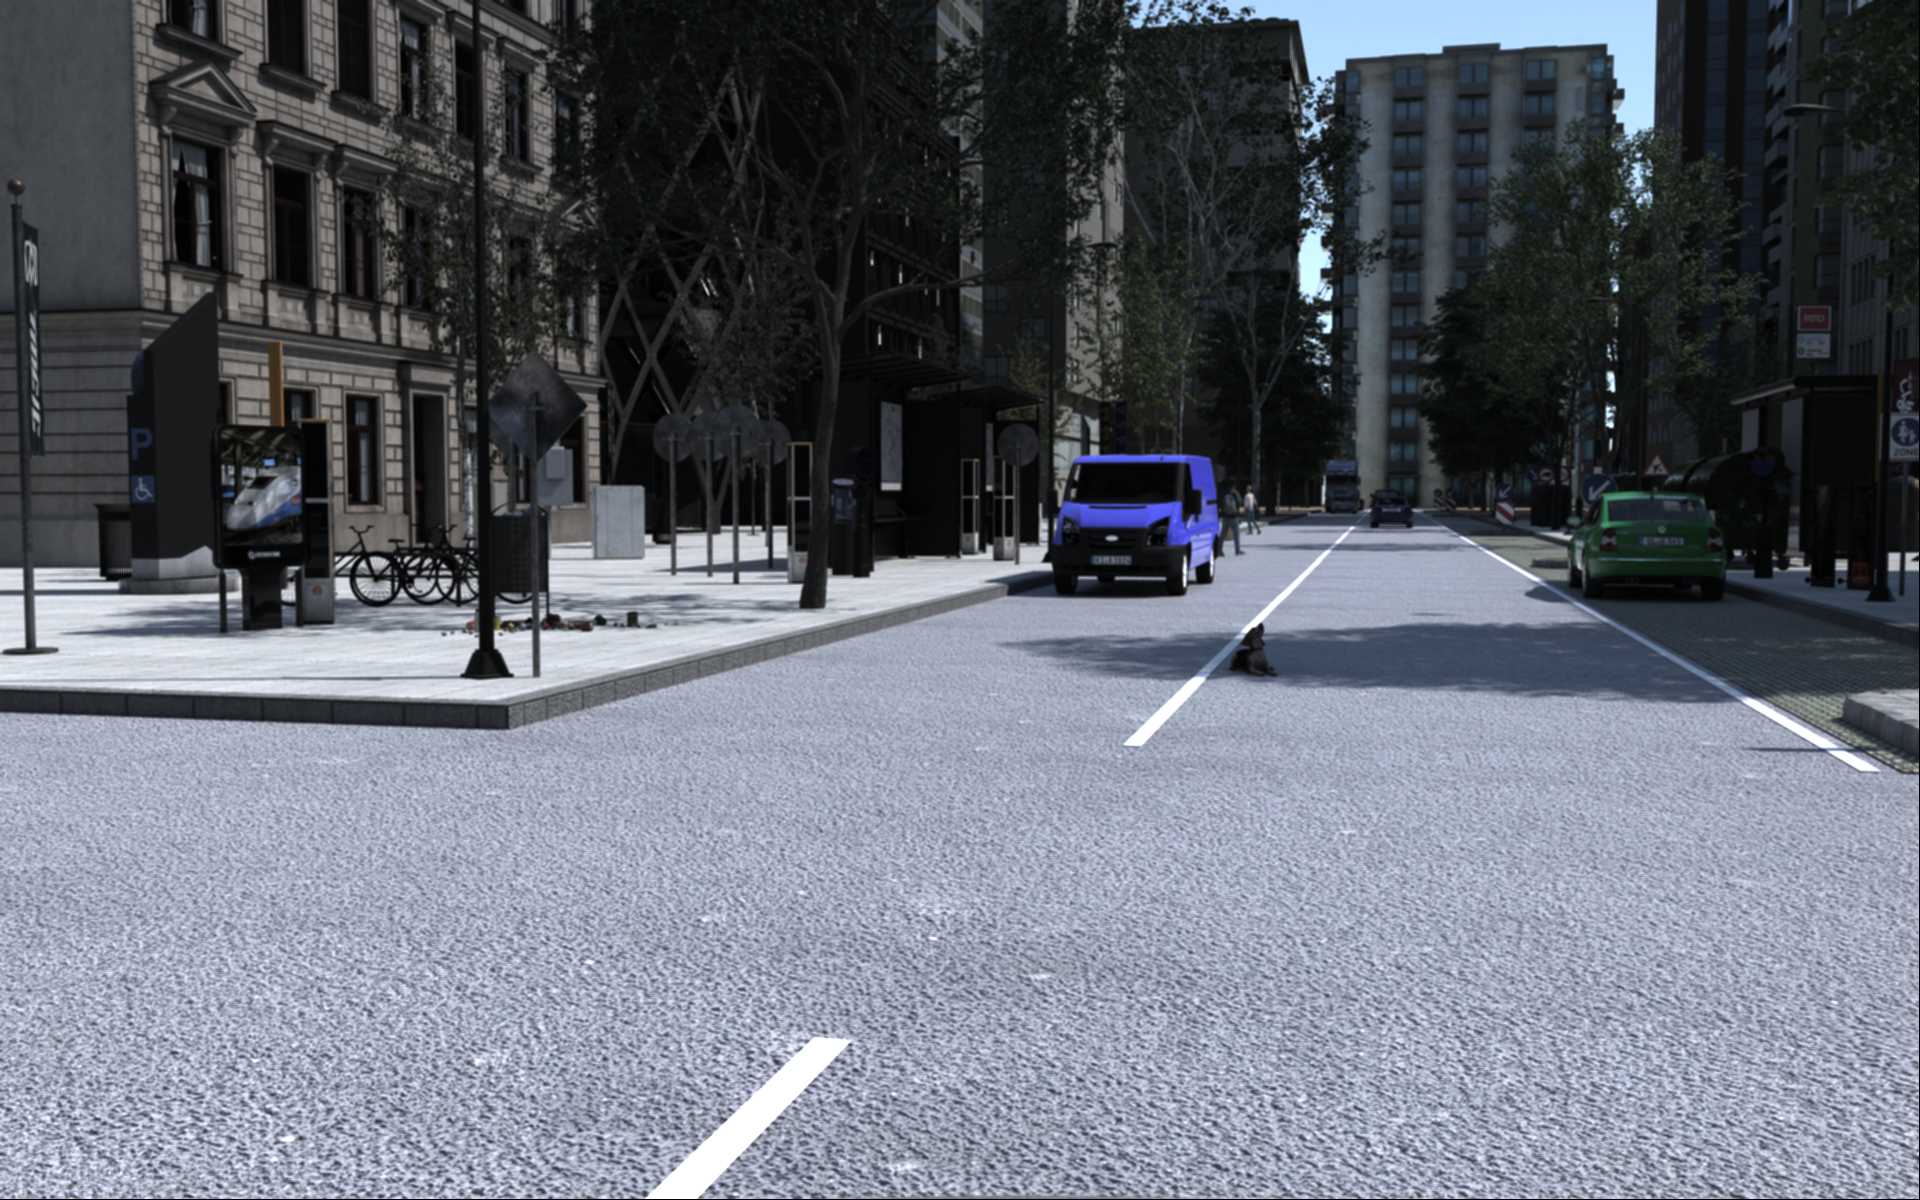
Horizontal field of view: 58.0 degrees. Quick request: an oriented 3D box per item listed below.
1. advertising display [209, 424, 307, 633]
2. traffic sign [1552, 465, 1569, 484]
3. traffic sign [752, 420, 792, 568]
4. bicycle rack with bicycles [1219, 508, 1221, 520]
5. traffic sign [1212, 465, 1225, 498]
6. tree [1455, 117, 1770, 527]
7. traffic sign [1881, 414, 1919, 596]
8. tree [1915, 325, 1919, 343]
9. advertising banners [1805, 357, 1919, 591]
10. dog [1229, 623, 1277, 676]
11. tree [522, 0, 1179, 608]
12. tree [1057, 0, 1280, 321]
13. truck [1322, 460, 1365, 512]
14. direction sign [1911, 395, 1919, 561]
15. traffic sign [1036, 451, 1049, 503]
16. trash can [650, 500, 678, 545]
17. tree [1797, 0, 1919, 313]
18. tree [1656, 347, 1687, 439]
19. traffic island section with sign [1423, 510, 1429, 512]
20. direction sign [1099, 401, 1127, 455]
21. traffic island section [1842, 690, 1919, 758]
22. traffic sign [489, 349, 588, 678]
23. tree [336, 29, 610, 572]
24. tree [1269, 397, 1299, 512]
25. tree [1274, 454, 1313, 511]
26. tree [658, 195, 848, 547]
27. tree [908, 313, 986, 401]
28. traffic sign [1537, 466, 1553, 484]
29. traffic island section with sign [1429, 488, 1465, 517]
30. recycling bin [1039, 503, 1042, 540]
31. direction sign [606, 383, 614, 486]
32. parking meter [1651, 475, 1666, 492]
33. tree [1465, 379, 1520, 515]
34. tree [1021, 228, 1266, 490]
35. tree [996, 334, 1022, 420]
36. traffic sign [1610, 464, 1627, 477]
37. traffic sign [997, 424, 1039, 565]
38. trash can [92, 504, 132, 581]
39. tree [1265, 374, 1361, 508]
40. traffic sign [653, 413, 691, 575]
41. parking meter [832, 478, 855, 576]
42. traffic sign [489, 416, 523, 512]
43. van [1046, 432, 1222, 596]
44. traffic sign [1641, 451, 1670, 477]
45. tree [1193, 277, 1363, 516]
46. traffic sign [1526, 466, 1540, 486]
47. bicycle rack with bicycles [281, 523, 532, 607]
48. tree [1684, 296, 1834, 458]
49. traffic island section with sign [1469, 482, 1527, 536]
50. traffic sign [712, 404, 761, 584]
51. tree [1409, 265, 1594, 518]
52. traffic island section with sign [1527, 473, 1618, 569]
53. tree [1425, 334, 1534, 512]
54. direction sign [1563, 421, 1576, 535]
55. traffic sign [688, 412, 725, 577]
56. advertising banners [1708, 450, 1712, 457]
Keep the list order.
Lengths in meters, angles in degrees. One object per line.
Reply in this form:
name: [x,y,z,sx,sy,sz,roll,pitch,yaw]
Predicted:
advertising display: [-6.599,-0.680,16.333,0.123,1.923,0.974,2,4,29]
traffic sign: [26.630,-4.688,76.760,0.768,2.556,0.104,2,4,23]
traffic sign: [-3.273,-1.819,29.850,0.768,2.556,0.104,1,4,16]
bicycle rack with bicycles: [11.820,-4.253,82.912,2.852,0.926,2.925,-1,4,-11]
traffic sign: [11.107,-4.586,75.083,0.768,2.556,0.104,1,4,16]
tree: [17.672,-7.412,46.943,9.928,11.665,9.643,0,3,0]
traffic sign: [11.884,-1.203,21.792,0.606,2.300,0.079,1,4,22]
tree: [29.141,-6.046,49.212,4.737,8.622,4.395,0,3,0]
advertising banners: [12.057,-1.648,23.135,0.090,3.025,2.074,-1,4,-11]
dog: [2.421,0.379,13.993,0.550,0.427,0.748,2,4,33]
tree: [-1.349,-5.173,18.996,7.601,10.594,8.767,1,4,23]
tree: [9.187,-12.667,62.994,12.611,20.169,13.585,0,3,0]
truck: [31.824,-9.364,142.852,2.967,4.110,18.799,1,4,15]
direction sign: [18.433,-2.511,33.054,0.379,3.537,0.876,-3,5,-39]
traffic sign: [2.335,-3.156,51.703,0.768,2.556,0.104,1,4,14]
trash can: [-7.543,-1.989,44.170,0.748,1.137,0.748,0,3,0]
tree: [11.130,-5.952,15.448,7.486,12.596,7.792,0,3,0]
tree: [32.235,-7.588,74.425,4.737,8.622,4.395,0,3,0]
traffic island section with sign: [37.337,-7.774,135.735,1.989,1.847,2.006,1,4,14]
direction sign: [3.765,-3.101,42.695,0.379,3.537,0.876,-3,5,-42]
traffic island section: [6.327,0.761,9.840,2.009,0.180,2.903,1,4,14]
traffic sign: [-2.961,-0.515,12.062,0.795,2.450,0.064,1,4,14]
tree: [-7.898,-4.778,28.489,4.360,8.622,3.978,0,3,0]
tree: [22.060,-10.424,120.797,4.737,8.622,4.395,0,3,0]
tree: [25.254,-9.119,132.816,4.285,4.588,4.351,0,3,0]
tree: [-4.916,-5.609,42.072,4.360,8.622,3.978,0,3,0]
tree: [-0.412,-7.317,69.988,4.360,8.622,3.978,0,3,0]
traffic sign: [26.876,-4.854,79.472,0.768,2.556,0.104,1,4,20]
traffic island section with sign: [30.833,-6.157,109.287,1.989,1.847,2.006,1,4,14]
recycling bin: [1.876,-2.213,48.738,0.722,1.027,0.722,1,4,19]
direction sign: [-7.200,-2.676,35.746,0.379,3.537,0.876,0,4,-4]
parking meter: [20.973,-2.834,52.053,0.255,1.863,0.399,-1,4,-23]
tree: [31.943,-9.387,103.838,4.737,8.622,4.395,0,3,0]
tree: [4.966,-5.920,47.154,4.737,8.622,4.395,0,3,0]
tree: [3.371,-7.855,78.791,4.737,8.622,4.395,0,3,0]
traffic sign: [28.157,-4.531,74.193,0.768,2.556,0.104,1,4,20]
traffic sign: [1.040,-1.914,31.406,0.768,2.556,0.104,1,4,15]
trash can: [-12.444,-0.860,25.710,0.748,1.137,0.748,0,3,0]
tree: [31.967,-14.855,159.893,9.611,12.733,9.660,0,3,0]
traffic sign: [-4.525,-1.663,27.300,0.768,2.556,0.104,1,4,22]
parking meter: [-1.840,-1.161,27.388,0.372,1.533,0.369,0,3,0]
traffic sign: [-5.821,-1.373,22.547,0.768,2.556,0.104,1,4,19]
van: [2.745,-1.344,26.367,2.240,2.365,5.245,1,4,15]
traffic sign: [21.244,-3.232,52.854,0.884,2.594,0.081,1,4,22]
tree: [18.326,-11.905,101.309,9.857,13.997,8.962,0,3,0]
traffic sign: [26.467,-4.873,79.775,0.768,2.556,0.104,1,4,15]
bicycle rack with bicycles: [-6.279,-0.438,20.546,2.925,0.926,2.852,1,4,11]
tree: [30.594,-7.040,65.474,4.737,8.622,4.395,0,3,0]
traffic island section with sign: [18.677,-3.136,59.900,1.989,1.847,2.006,1,4,14]
traffic sign: [-3.195,-1.501,24.641,0.768,2.556,0.104,1,4,20]
tree: [29.278,-11.465,94.106,9.857,13.997,8.962,0,3,0]
traffic island section with sign: [12.233,-1.535,33.723,1.989,1.847,2.006,1,4,14]
tree: [37.407,-12.467,121.964,7.486,12.596,7.792,0,3,0]
direction sign: [19.150,-3.813,54.335,0.379,3.537,0.876,2,4,34]
traffic sign: [-3.873,-1.630,26.763,0.768,2.556,0.104,1,4,18]
advertising banners: [29.935,-4.495,69.680,0.090,3.025,2.074,1,4,9]
